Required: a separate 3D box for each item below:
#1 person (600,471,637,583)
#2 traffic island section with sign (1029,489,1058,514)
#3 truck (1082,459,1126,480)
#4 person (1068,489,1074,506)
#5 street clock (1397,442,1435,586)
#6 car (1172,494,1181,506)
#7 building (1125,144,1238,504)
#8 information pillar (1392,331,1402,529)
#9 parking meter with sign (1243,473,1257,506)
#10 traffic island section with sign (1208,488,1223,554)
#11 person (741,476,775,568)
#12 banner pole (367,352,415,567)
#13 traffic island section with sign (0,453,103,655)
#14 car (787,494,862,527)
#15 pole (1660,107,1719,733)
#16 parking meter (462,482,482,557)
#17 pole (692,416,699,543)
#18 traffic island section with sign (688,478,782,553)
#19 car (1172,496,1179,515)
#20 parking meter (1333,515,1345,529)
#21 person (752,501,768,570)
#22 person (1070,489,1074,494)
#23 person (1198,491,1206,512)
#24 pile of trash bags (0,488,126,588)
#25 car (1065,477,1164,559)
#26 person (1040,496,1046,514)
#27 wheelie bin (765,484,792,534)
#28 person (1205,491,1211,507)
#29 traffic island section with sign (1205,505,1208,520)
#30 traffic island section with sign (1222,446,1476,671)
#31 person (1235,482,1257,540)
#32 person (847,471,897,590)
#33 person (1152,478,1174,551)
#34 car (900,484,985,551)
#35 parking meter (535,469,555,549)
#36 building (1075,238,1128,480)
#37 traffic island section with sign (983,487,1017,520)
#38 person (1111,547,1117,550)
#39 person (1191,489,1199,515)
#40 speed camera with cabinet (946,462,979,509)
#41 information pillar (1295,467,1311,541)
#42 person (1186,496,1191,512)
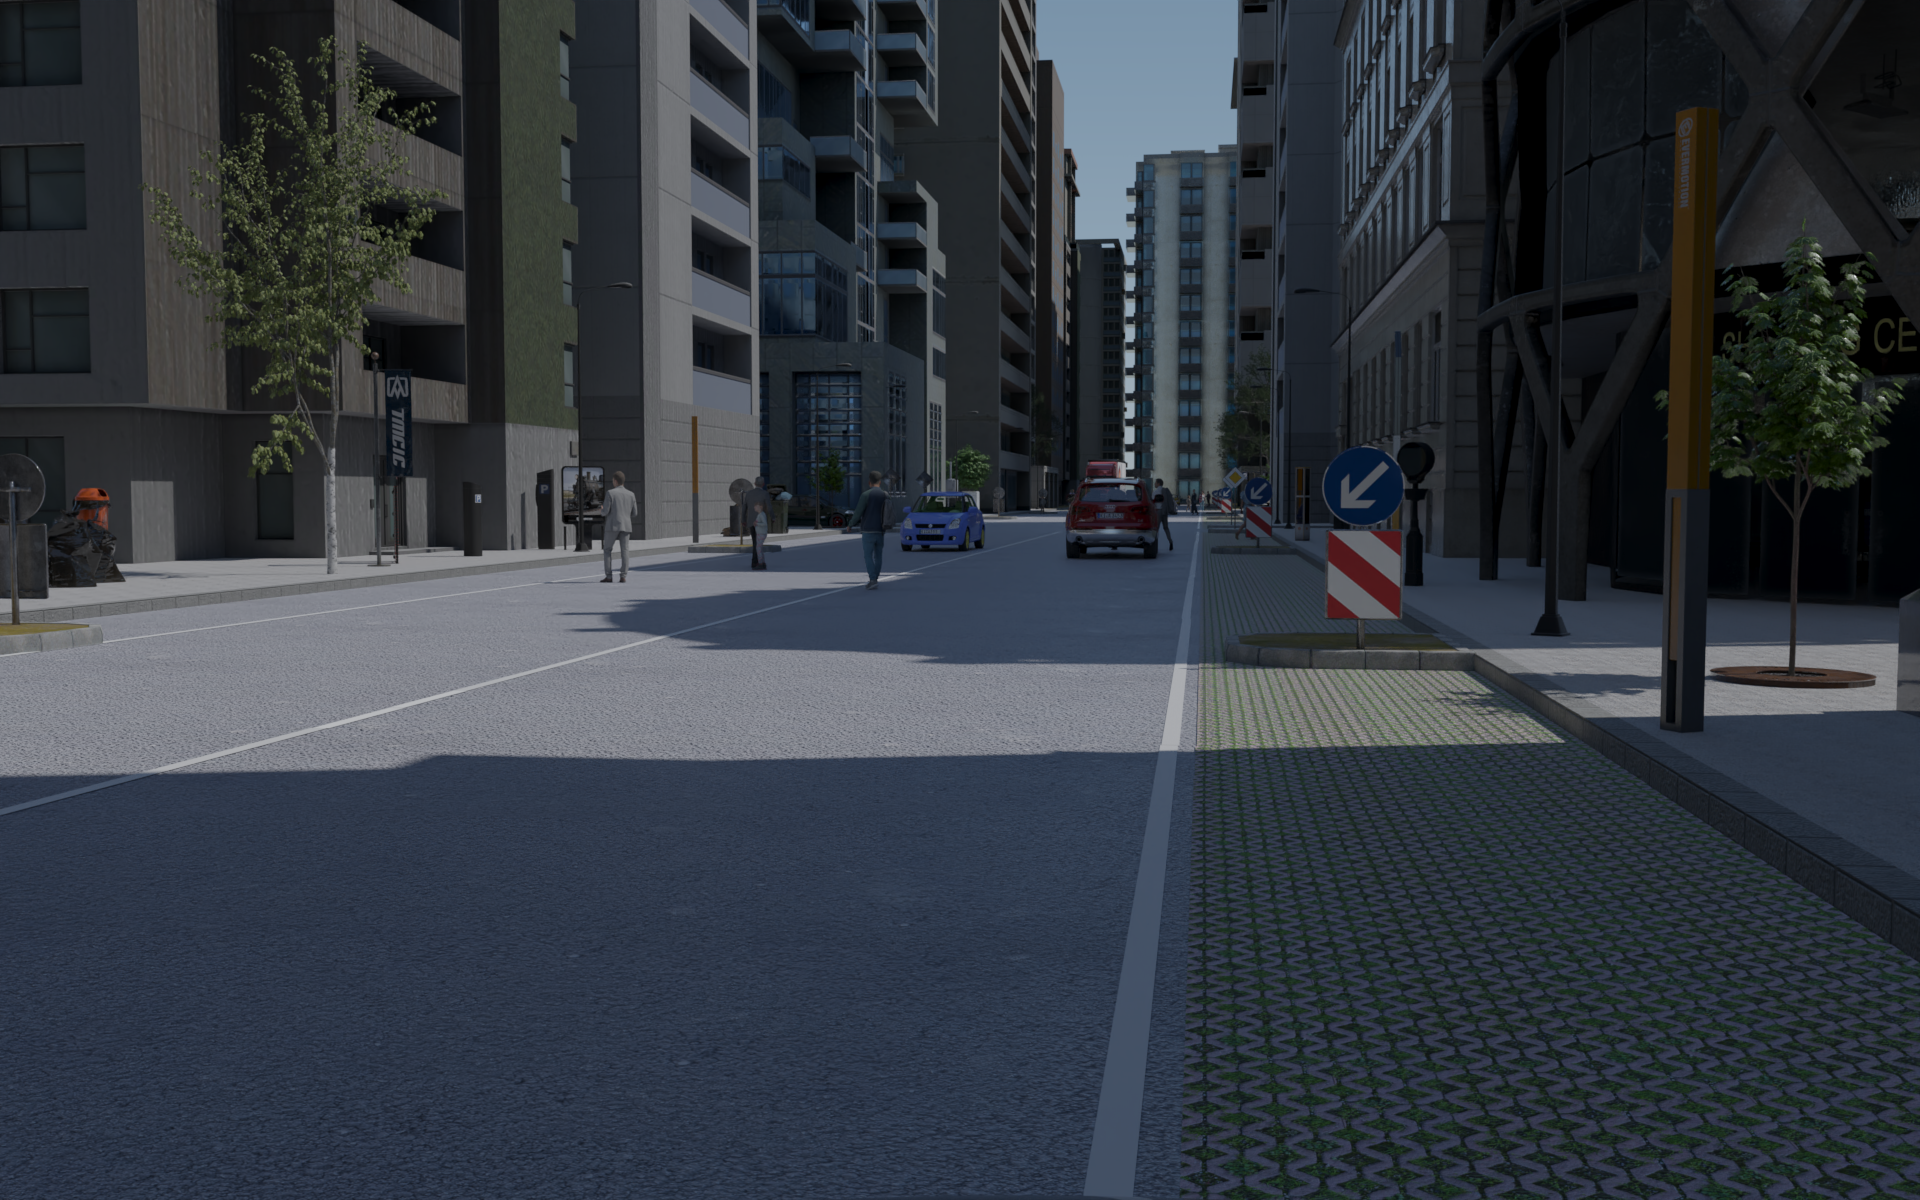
[{"bbox_3d":[-5.582,-1.186,28.097,0.606,1.804,0.583,-3,5,-44],"label":"person"},{"bbox_3d":[6.038,-7.129,125.187,1.989,1.847,2.006,0,4,8],"label":"traffic island section with sign"},{"bbox_3d":[11.924,-9.365,142.028,2.839,4.237,11.283,1,4,10],"label":"truck"},{"bbox_3d":[8.807,-7.790,136.050,0.728,1.800,0.709,1,4,16],"label":"person"},{"bbox_3d":[6.339,-1.196,24.129,0.358,2.002,0.471,-3,5,-43],"label":"street clock"},{"bbox_3d":[26.655,-12.617,216.516,2.015,1.641,3.980,1,4,8],"label":"car"},{"bbox_3d":[38.366,-37.920,239.599,30.456,49.044,23.786,0,4,8],"label":"building"},{"bbox_3d":[6.234,-2.042,24.742,0.183,3.616,0.504,1,4,12],"label":"information pillar"},{"bbox_3d":[23.955,-8.905,141.856,1.738,3.016,0.543,-2,4,-35],"label":"parking meter with sign"},{"bbox_3d":[7.053,-2.022,41.686,1.989,1.847,2.006,0,4,8],"label":"traffic island section with sign"},{"bbox_3d":[-3.934,-1.535,33.992,0.661,1.777,0.834,1,4,15],"label":"person"},{"bbox_3d":[-10.088,-2.486,30.660,0.863,3.779,0.401,0,4,-1],"label":"banner pole"},{"bbox_3d":[-9.259,-0.465,16.226,1.989,1.847,2.006,0,4,8],"label":"traffic island section with sign"},{"bbox_3d":[-5.983,-3.671,69.810,4.222,1.686,2.009,0,4,7],"label":"car"},{"bbox_3d":[3.915,-0.945,9.296,0.158,3.312,0.155,0,3,0],"label":"pole"},{"bbox_3d":[-10.034,-1.666,35.649,0.372,1.533,0.369,0,3,0],"label":"parking meter"},{"bbox_3d":[-6.936,-3.152,45.384,0.158,3.312,0.155,0,3,0],"label":"pole"},{"bbox_3d":[-5.507,-2.098,42.930,1.989,1.847,2.006,0,4,8],"label":"traffic island section with sign"},{"bbox_3d":[14.158,-6.619,120.584,2.083,1.381,4.827,1,4,10],"label":"car"},{"bbox_3d":[10.565,-2.600,48.229,0.255,1.863,0.399,2,4,24],"label":"parking meter"},{"bbox_3d":[-3.782,-1.218,32.694,0.394,1.301,0.425,-3,4,-36],"label":"person"},{"bbox_3d":[9.933,-8.782,151.949,0.709,1.838,0.599,-3,4,-37],"label":"person"},{"bbox_3d":[19.794,-8.091,141.625,0.563,1.720,0.643,-1,4,-21],"label":"person"},{"bbox_3d":[-13.032,-0.932,24.999,1.912,1.369,3.447,-1,4,-8],"label":"pile of trash bags"},{"bbox_3d":[3.565,-1.920,40.058,2.281,1.827,5.304,0,4,7],"label":"car"},{"bbox_3d":[5.838,-6.687,122.110,0.475,1.303,0.640,1,4,19],"label":"person"},{"bbox_3d":[-5.897,-2.939,55.958,0.980,1.594,0.693,1,4,11],"label":"wheelie bin"},{"bbox_3d":[27.418,-11.209,192.289,0.750,1.759,0.617,-1,4,-16],"label":"person"},{"bbox_3d":[14.780,-5.389,96.739,1.989,1.847,2.006,0,4,8],"label":"traffic island section with sign"},{"bbox_3d":[3.309,-0.389,14.991,1.989,1.847,2.006,0,4,8],"label":"traffic island section with sign"},{"bbox_3d":[8.982,-2.777,53.994,0.778,1.811,0.616,-2,4,-26],"label":"person"},{"bbox_3d":[-1.299,-1.061,26.190,0.623,1.781,0.721,-3,5,-44],"label":"person"},{"bbox_3d":[5.148,-2.165,43.996,0.679,1.850,0.850,-2,4,-29],"label":"person"},{"bbox_3d":[-0.427,-2.133,44.468,1.945,1.707,3.694,1,4,10],"label":"car"},{"bbox_3d":[-9.624,-2.108,40.178,0.399,1.863,0.255,0,4,-2],"label":"parking meter"},{"bbox_3d":[11.628,-33.998,247.747,23.993,40.220,32.217,0,4,8],"label":"building"},{"bbox_3d":[2.215,-5.465,97.973,1.989,1.847,2.006,0,4,8],"label":"traffic island section with sign"},{"bbox_3d":[3.973,-2.206,44.693,0.709,1.813,0.853,-1,4,-23],"label":"person"},{"bbox_3d":[15.927,-6.654,117.706,0.534,1.772,0.576,-3,5,-44],"label":"person"},{"bbox_3d":[0.136,-6.811,105.692,2.038,3.252,0.660,1,4,18],"label":"speed camera with cabinet"},{"bbox_3d":[9.405,-2.631,47.516,0.304,2.012,0.304,-3,5,-43],"label":"information pillar"},{"bbox_3d":[18.452,-7.773,139.852,0.475,1.303,0.640,3,5,42],"label":"person"}]
